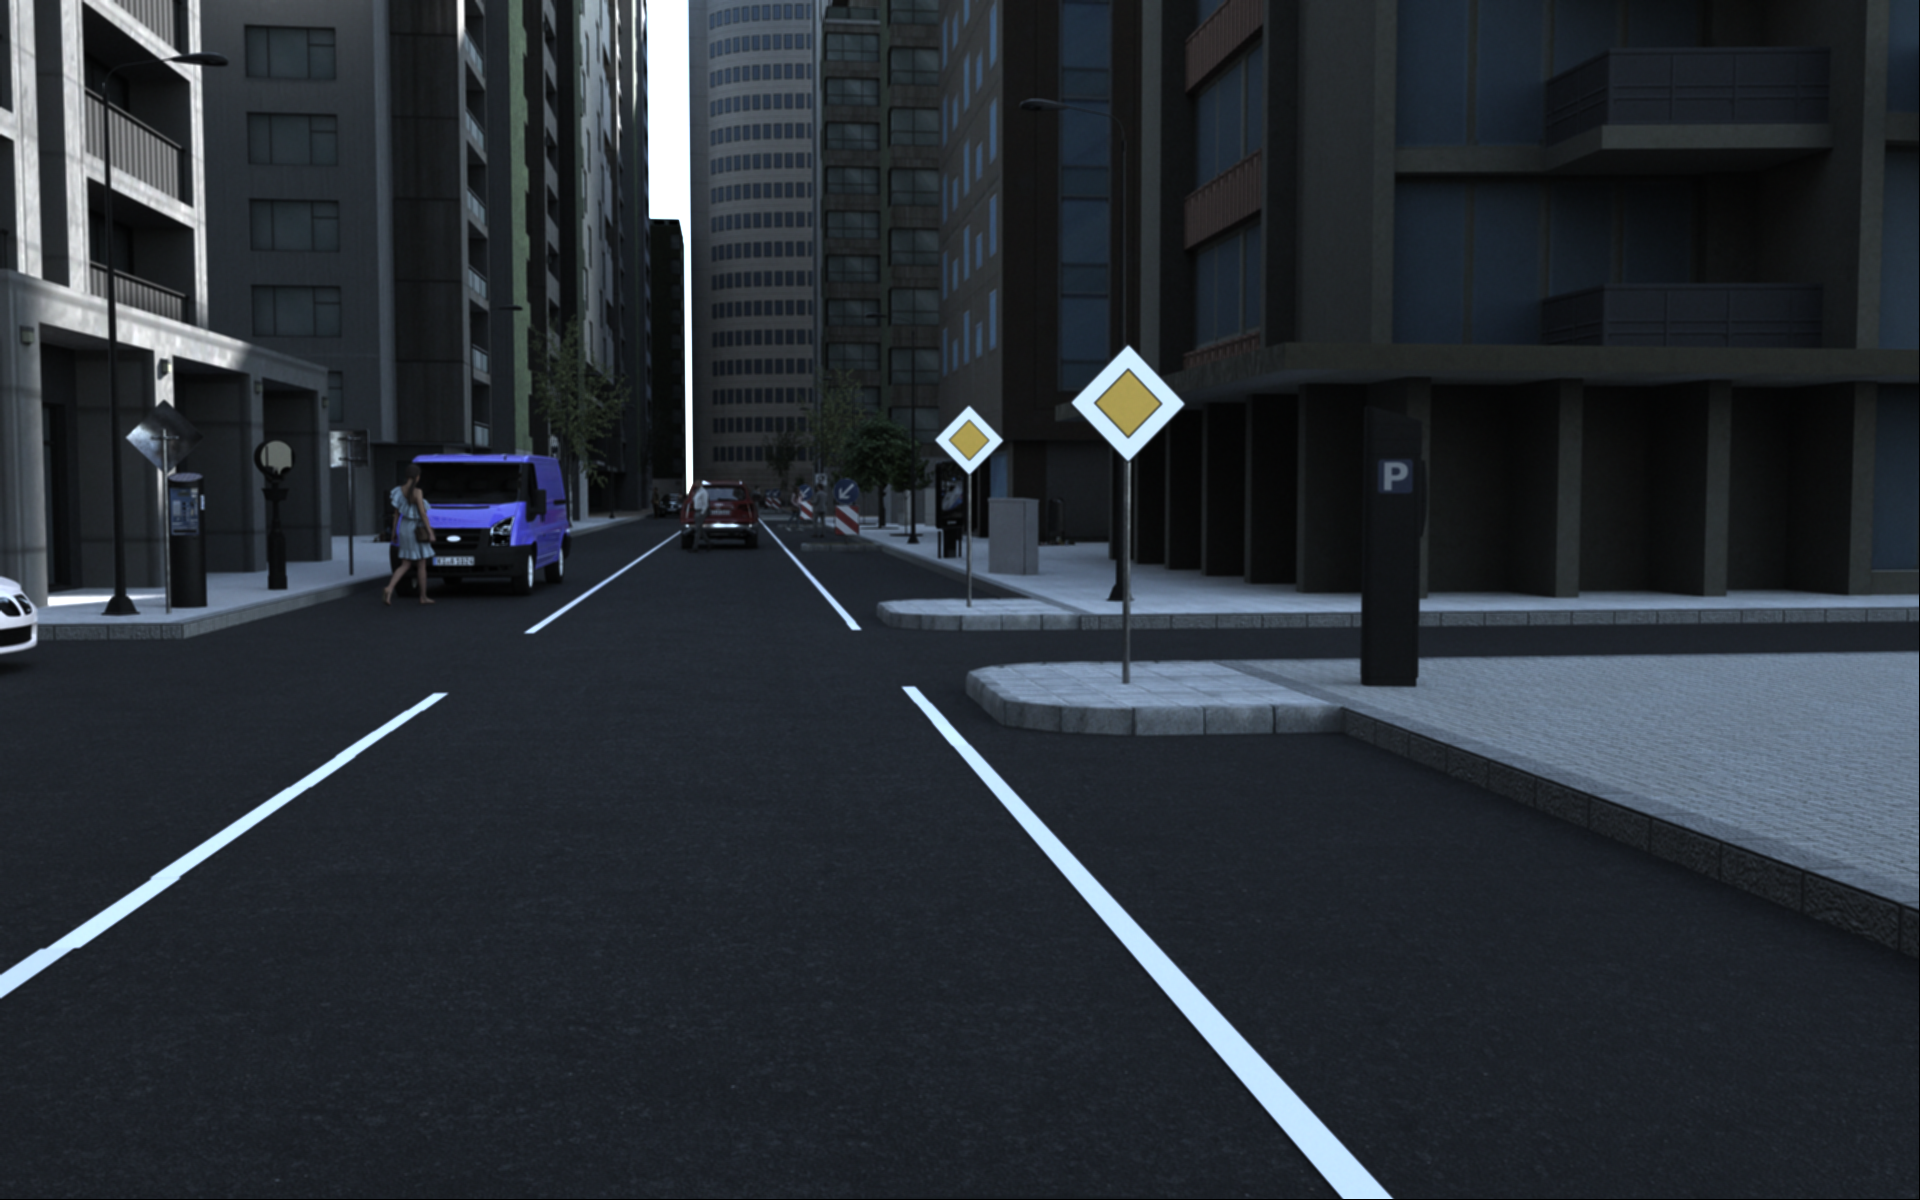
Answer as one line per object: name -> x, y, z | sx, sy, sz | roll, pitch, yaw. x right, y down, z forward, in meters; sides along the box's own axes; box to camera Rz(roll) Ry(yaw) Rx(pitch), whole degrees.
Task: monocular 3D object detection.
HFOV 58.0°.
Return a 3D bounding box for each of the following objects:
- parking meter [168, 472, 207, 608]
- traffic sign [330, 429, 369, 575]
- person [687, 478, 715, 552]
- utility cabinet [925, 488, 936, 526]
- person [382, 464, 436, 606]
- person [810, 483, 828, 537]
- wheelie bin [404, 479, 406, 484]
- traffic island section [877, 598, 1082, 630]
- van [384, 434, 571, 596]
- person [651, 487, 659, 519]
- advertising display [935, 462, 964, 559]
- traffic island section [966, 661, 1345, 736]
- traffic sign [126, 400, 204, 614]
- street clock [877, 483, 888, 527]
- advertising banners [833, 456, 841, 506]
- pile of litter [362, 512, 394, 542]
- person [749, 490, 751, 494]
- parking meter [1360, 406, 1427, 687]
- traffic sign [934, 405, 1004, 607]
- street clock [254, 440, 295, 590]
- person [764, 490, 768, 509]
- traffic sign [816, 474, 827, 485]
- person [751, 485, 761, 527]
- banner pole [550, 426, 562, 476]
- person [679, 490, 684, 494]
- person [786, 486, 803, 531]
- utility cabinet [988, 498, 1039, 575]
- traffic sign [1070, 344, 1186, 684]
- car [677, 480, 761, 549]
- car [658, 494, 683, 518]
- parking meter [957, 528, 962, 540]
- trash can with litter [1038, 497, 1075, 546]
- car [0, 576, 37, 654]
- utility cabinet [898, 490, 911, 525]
parking meter -> -8.763, -0.687, 19.644 | 0.372, 1.533, 0.369 | 0, 3, 0
traffic sign -> -9.628, -1.542, 27.338 | 0.606, 2.300, 0.079 | 0, 4, -1
person -> -6.440, -2.098, 42.897 | 0.850, 1.850, 0.679 | -3, 5, -40
utility cabinet -> -0.807, -3.671, 68.694 | 1.173, 1.500, 0.318 | 0, 4, -1
person -> -7.031, -0.834, 22.224 | 0.616, 1.811, 0.778 | 2, 4, 33
person -> -4.727, -2.997, 57.701 | 0.583, 1.804, 0.606 | 2, 4, 34
wheelie bin -> -11.833, -1.815, 37.582 | 0.693, 1.594, 0.980 | 2, 4, 27
traffic island section -> 0.122, 0.160, 19.663 | 2.009, 0.180, 2.903 | 0, 4, -7
van -> -7.166, -1.331, 26.144 | 2.240, 2.365, 5.245 | 0, 4, -6
person -> -17.548, -5.573, 99.718 | 0.705, 1.812, 1.348 | -1, 4, -23
advertising display -> -0.202, -1.810, 34.815 | 0.123, 1.923, 0.974 | 2, 4, 29
traffic island section -> 1.143, 0.645, 11.743 | 2.009, 0.180, 2.903 | 0, 4, -7
traffic sign -> -8.477, -0.909, 18.501 | 0.795, 2.450, 0.064 | 0, 4, -7
street clock -> -3.071, -3.907, 68.441 | 0.358, 2.002, 0.471 | 3, 4, 37
advertising banners -> -5.420, -4.931, 76.812 | 0.090, 3.025, 2.074 | 0, 4, 4
pile of litter -> -15.140, -1.983, 46.387 | 1.719, 0.858, 1.176 | 1, 4, 23
person -> -17.639, -8.380, 146.068 | 0.434, 1.755, 0.990 | 2, 4, 34
parking meter -> 2.907, -0.361, 11.606 | 0.399, 1.863, 0.255 | 0, 4, 7
traffic sign -> 0.099, -0.975, 19.583 | 0.795, 2.450, 0.064 | 0, 4, -7
street clock -> -9.182, -1.142, 23.248 | 0.471, 2.002, 0.358 | -3, 5, -42
person -> -17.886, -9.287, 160.297 | 0.705, 1.831, 1.348 | 1, 4, 13
traffic sign -> -6.958, -5.185, 86.898 | 0.606, 2.300, 0.079 | 0, 4, -4
person -> -8.862, -4.105, 75.422 | 0.447, 1.846, 0.655 | -2, 4, -26
banner pole -> -14.816, -4.510, 63.762 | 0.401, 3.779, 0.863 | 1, 4, 23
person -> -22.569, -8.057, 140.674 | 0.683, 1.767, 0.568 | -1, 4, -17
person -> -6.458, -3.578, 67.586 | 0.643, 1.750, 0.593 | 1, 4, 22
utility cabinet -> 0.859, -1.015, 27.759 | 0.306, 1.237, 1.020 | -2, 4, -33
traffic sign -> 1.121, -0.491, 11.663 | 0.795, 2.450, 0.064 | 0, 4, -7
car -> -6.563, -2.357, 47.217 | 2.281, 1.827, 5.304 | 0, 4, -8
car -> -17.613, -5.918, 106.540 | 2.009, 1.686, 4.222 | 0, 4, -6
parking meter -> -0.124, -2.448, 48.431 | 0.372, 1.533, 0.369 | 0, 3, 0
trash can with litter -> 2.047, -1.980, 43.430 | 2.233, 1.210, 1.678 | -3, 4, -39
car -> -9.934, -0.078, 13.639 | 4.827, 1.381, 2.083 | 0, 4, -7
utility cabinet -> -2.269, -3.774, 70.388 | 0.318, 1.500, 1.173 | -1, 4, -15
